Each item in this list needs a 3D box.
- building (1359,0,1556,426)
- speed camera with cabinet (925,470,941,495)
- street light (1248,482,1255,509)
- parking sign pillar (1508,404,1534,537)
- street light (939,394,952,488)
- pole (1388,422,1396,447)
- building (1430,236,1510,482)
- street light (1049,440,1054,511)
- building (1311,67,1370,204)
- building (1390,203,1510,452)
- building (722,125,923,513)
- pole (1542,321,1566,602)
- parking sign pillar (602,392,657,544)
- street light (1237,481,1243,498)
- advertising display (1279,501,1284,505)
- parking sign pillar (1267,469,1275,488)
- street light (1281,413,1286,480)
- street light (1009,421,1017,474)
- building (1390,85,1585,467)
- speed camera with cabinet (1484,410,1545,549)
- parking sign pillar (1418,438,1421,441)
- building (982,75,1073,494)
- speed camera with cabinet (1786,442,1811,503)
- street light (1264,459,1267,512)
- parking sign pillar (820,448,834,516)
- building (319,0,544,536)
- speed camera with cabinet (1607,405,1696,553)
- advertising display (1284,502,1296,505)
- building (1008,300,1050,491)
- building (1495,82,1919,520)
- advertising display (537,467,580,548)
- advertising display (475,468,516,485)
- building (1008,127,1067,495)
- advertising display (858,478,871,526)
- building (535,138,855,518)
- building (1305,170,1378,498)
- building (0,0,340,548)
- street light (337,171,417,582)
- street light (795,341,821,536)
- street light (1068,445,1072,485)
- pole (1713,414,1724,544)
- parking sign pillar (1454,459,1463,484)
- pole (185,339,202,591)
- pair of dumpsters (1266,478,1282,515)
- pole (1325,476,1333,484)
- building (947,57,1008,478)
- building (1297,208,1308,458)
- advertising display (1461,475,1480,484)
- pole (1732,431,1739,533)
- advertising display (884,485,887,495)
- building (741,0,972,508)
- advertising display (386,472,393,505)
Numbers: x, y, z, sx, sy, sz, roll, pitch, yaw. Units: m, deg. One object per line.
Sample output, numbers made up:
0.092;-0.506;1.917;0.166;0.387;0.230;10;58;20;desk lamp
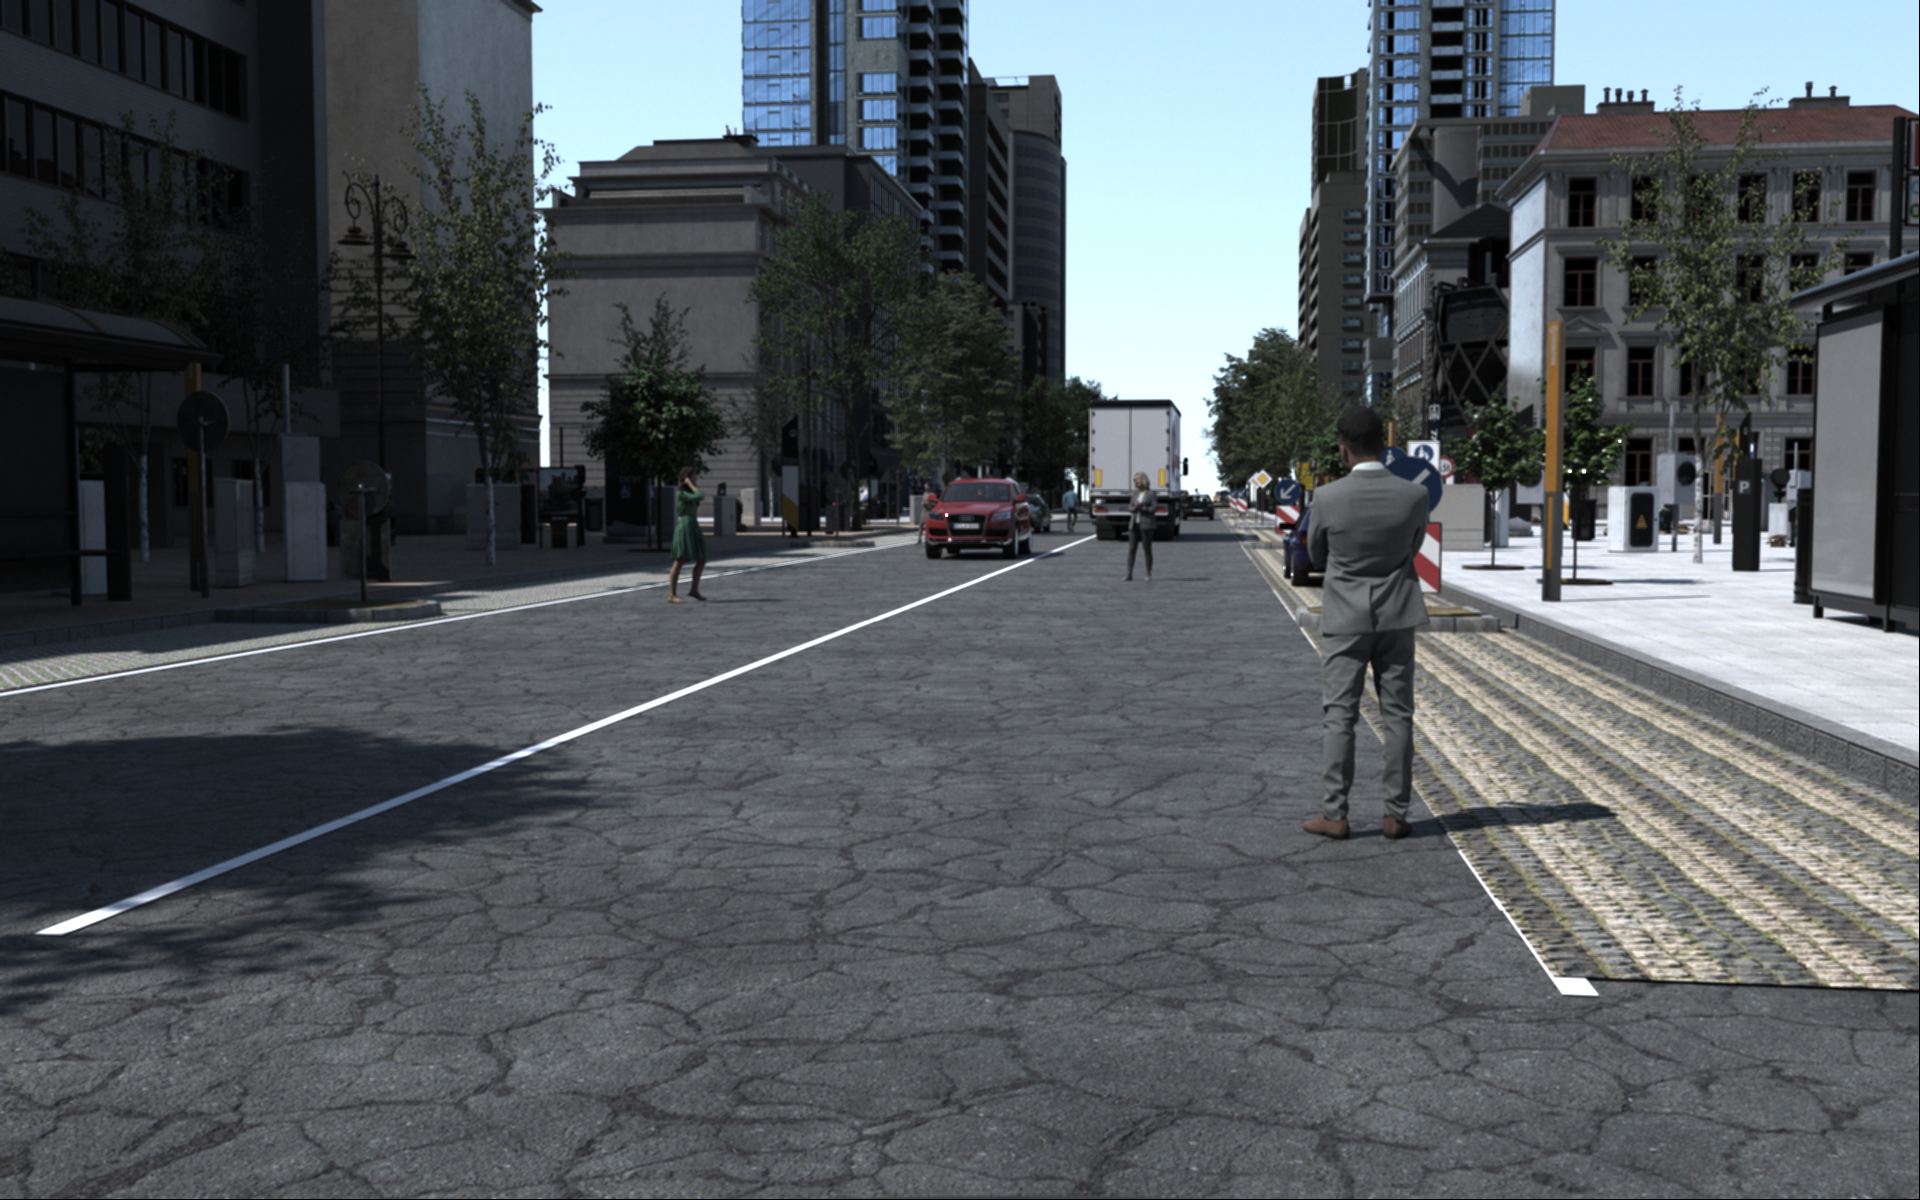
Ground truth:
54.842;-54.017;195.846;22.319;86.520;31.000;0;4;8;building
-2.046;-8.937;140.457;0.660;3.252;2.038;2;4;32;speed camera with cabinet
25.727;-10.930;151.492;0.468;5.910;1.993;0;4;8;street light
16.467;-3.879;51.902;1.447;3.967;1.447;1;4;21;parking sign pillar
-0.637;-6.565;80.119;0.468;5.910;1.993;0;4;8;street light
12.214;-3.375;49.023;0.158;3.312;0.155;0;3;0;pole
41.468;-15.512;121.068;16.820;18.784;16.811;0;4;8;building
7.042;-9.887;134.447;0.468;5.910;1.993;0;4;8;street light
68.420;-52.425;295.392;20.563;71.187;20.611;0;4;8;building
41.215;-18.997;139.483;11.050;23.489;19.941;0;4;8;building
-11.560;-20.507;128.803;14.314;27.812;24.014;0;4;8;building
7.072;-1.637;20.614;0.158;3.312;0.155;0;3;0;pole
-8.632;-3.474;45.275;1.447;3.967;1.447;2;4;26;parking sign pillar
36.480;-15.566;227.293;0.468;5.910;1.993;0;4;8;street light
16.645;-5.190;90.066;0.123;1.923;0.974;1;4;9;advertising display
27.066;-9.937;150.939;1.447;3.967;1.447;1;4;8;parking sign pillar
18.179;-7.620;97.377;0.468;5.910;1.993;0;4;8;street light
3.235;-8.250;107.682;0.468;5.910;1.993;0;4;8;street light
55.667;-29.208;169.427;32.217;40.220;23.993;0;4;8;building
12.989;-2.863;41.143;2.038;3.252;0.660;3;5;41;speed camera with cabinet
22.227;-5.799;83.283;1.447;3.967;1.447;1;4;17;parking sign pillar
9.239;-52.793;301.409;20.563;71.187;20.611;0;4;8;building
32.398;-4.370;65.793;0.660;3.252;2.038;-1;4;-18;speed camera with cabinet
21.930;-9.258;124.150;0.468;5.910;1.993;0;4;8;street light
-7.826;-6.956;102.198;1.447;3.967;1.447;1;4;17;parking sign pillar
-24.559;-12.812;58.622;18.267;20.994;9.793;0;4;8;building
15.302;-2.684;38.227;2.038;3.252;0.660;-1;4;-22;speed camera with cabinet
17.439;-5.270;91.375;0.974;1.923;0.123;-2;4;-28;advertising display
5.661;-29.695;257.219;14.160;30.474;14.107;0;4;8;building
39.690;-15.555;90.477;21.152;22.565;11.583;0;4;8;building
-9.512;-2.193;41.069;0.974;1.923;0.123;-1;4;-14;advertising display
-11.551;-2.319;43.130;0.974;1.923;0.123;-1;4;-20;advertising display
5.405;-44.999;277.728;21.231;58.520;28.212;0;4;8;building
-3.960;-4.010;70.784;0.123;1.923;0.974;-3;4;-37;advertising display
-15.144;-16.114;105.260;13.314;21.916;24.055;0;4;8;building
62.521;-38.524;253.571;21.300;48.544;21.600;0;4;8;building
-25.831;-13.104;33.320;14.314;24.678;30.058;0;4;8;building
-8.423;-3.205;25.193;0.468;5.910;1.993;0;4;8;street light
-4.588;-4.879;52.563;0.468;5.910;1.993;0;4;8;street light
9.970;-11.188;155.716;0.468;5.910;1.993;0;4;8;street light
19.479;-3.096;44.458;0.158;3.312;0.155;0;3;0;pole
25.479;-6.084;87.952;1.447;3.967;1.447;-3;5;-40;parking sign pillar
-10.077;-1.773;22.831;0.158;3.312;0.155;0;3;0;pole
20.263;-6.550;109.583;1.574;2.255;4.437;0;4;8;pair of dumpsters
16.397;-5.104;77.291;0.158;3.312;0.155;0;3;0;pole
-6.257;-35.115;197.826;21.300;48.544;21.600;0;4;8;building
65.015;-39.838;275.055;21.300;48.544;21.600;0;4;8;building
16.749;-3.155;56.806;0.123;1.923;0.974;-1;4;-16;advertising display
25.230;-3.818;56.269;0.158;3.312;0.155;0;3;0;pole
-5.197;-7.051;120.501;0.123;1.923;0.974;0;4;-6;advertising display
-9.914;-52.477;170.671;22.319;86.520;31.000;0;4;8;building
-16.724;-2.719;49.664;0.123;1.923;0.974;3;5;42;advertising display
